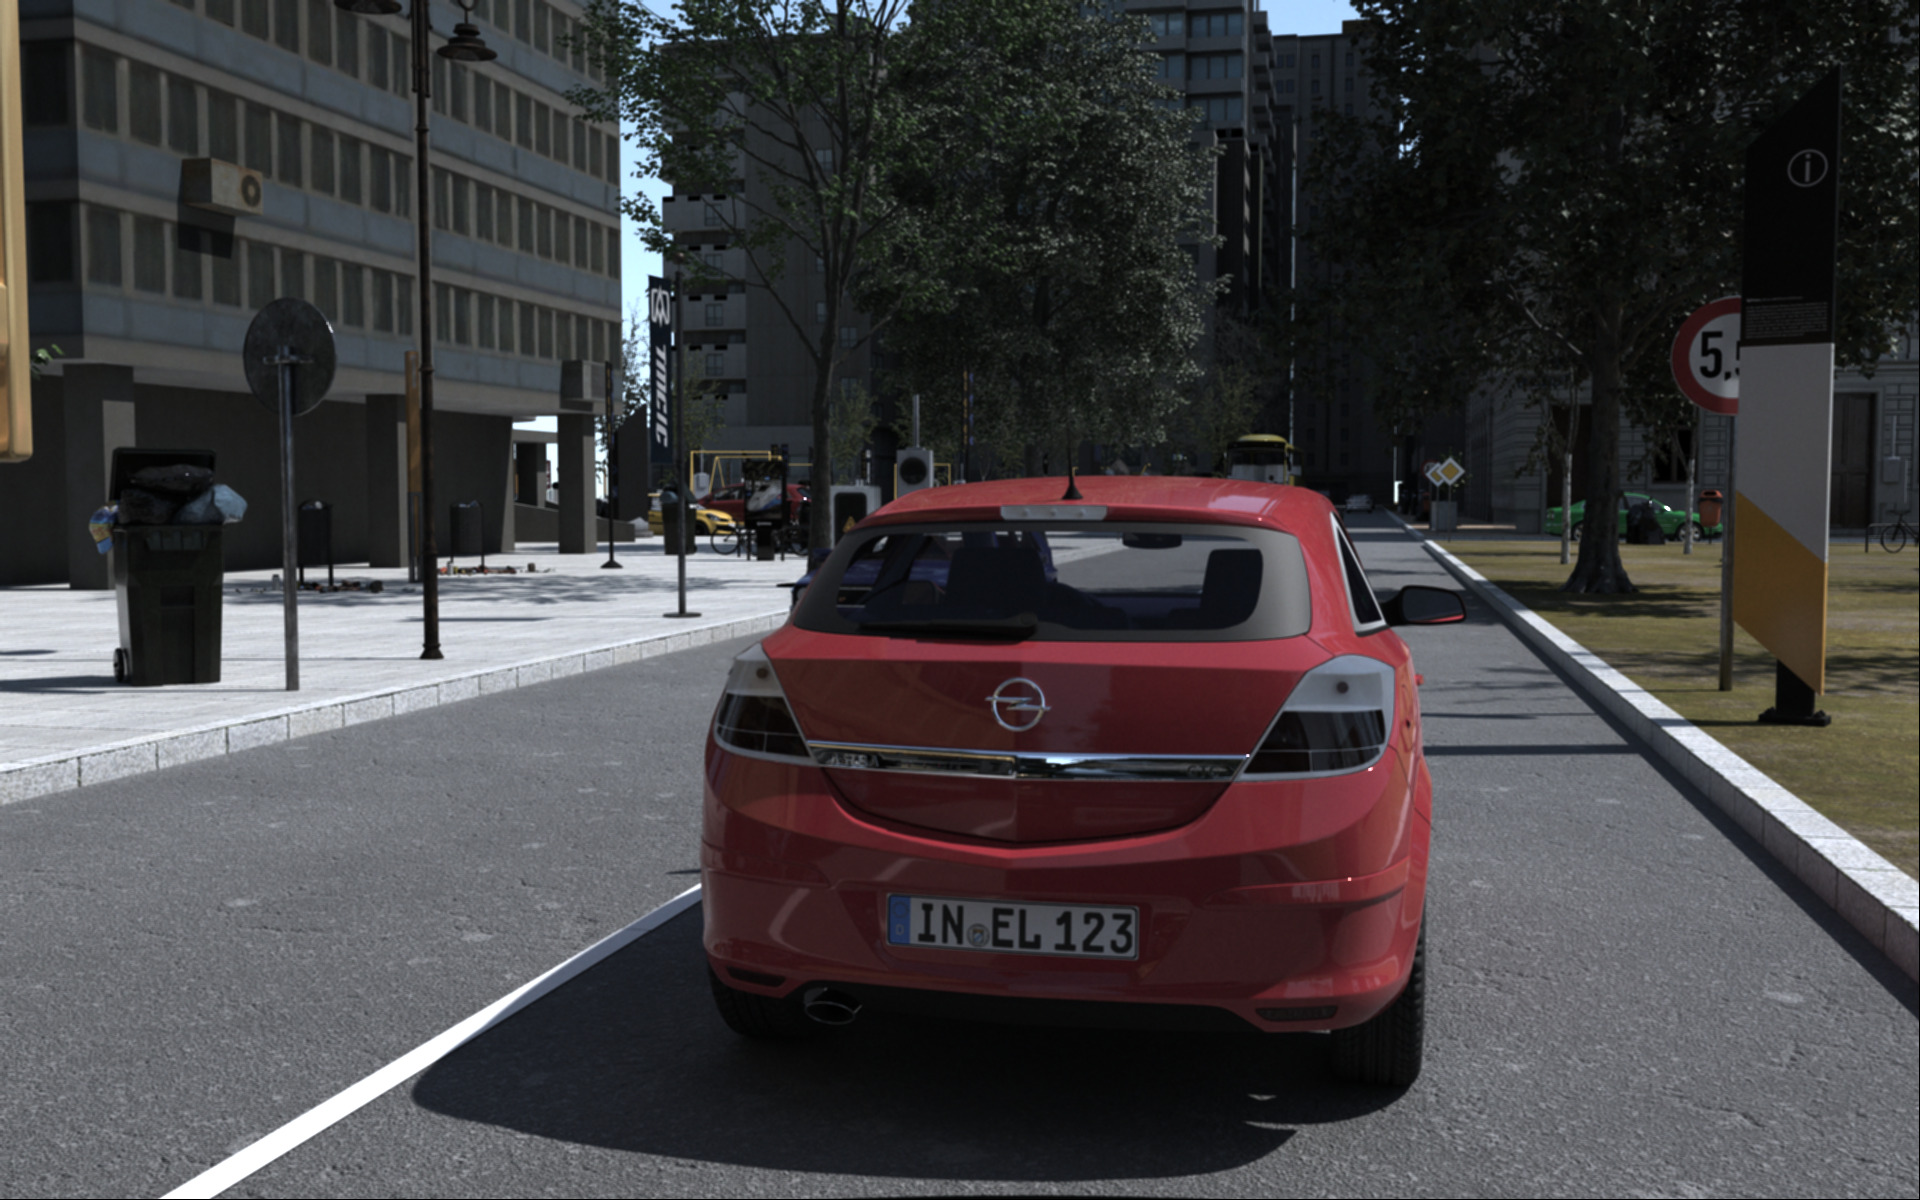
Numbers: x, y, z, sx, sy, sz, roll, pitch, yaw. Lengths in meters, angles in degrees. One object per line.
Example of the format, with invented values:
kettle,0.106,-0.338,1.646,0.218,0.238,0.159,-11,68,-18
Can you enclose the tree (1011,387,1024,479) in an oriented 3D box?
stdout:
tree,3.188,-9.777,110.208,4.737,8.622,4.395,0,3,0

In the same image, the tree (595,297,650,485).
tree,-12.820,-6.966,64.256,4.360,8.622,3.978,0,3,0

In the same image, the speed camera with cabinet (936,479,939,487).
speed camera with cabinet,-2.359,-6.900,107.152,2.038,3.252,0.660,1,4,18

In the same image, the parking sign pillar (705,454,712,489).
parking sign pillar,-16.967,-7.760,115.350,1.447,3.967,1.447,1,4,19

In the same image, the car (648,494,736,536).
car,-9.013,-2.702,54.400,3.980,1.641,2.015,1,4,15

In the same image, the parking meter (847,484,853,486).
parking meter,-6.255,-5.657,98.200,0.399,1.863,0.255,-1,4,-14

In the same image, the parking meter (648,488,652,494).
parking meter,-12.242,-3.639,67.914,0.372,1.533,0.369,0,3,0

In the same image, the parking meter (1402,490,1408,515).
parking meter,27.677,-6.067,107.609,0.372,1.533,0.369,0,3,0

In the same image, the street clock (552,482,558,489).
street clock,-24.400,-6.121,104.645,0.471,2.002,0.358,-2,4,-26

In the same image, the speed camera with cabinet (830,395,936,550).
speed camera with cabinet,-1.577,-2.452,34.433,2.038,3.252,0.660,0,4,6

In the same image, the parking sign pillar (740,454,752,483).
parking sign pillar,-14.379,-7.873,117.195,1.447,3.967,1.447,-3,5,-39

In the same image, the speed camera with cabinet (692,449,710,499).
speed camera with cabinet,-10.911,-5.072,77.260,2.038,3.252,0.660,-2,4,-26

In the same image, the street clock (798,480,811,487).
street clock,-7.908,-5.059,87.284,0.471,2.002,0.358,1,4,11

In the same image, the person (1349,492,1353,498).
person,43.467,-11.160,192.430,0.415,1.643,0.593,-3,4,-37

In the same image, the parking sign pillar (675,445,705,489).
parking sign pillar,-14.536,-6.358,92.422,1.447,3.967,1.447,-1,4,-13

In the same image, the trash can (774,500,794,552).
trash can,-4.085,-1.654,38.699,0.748,1.137,0.748,0,3,0

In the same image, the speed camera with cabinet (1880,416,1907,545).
speed camera with cabinet,24.181,-3.008,43.519,2.038,3.252,0.660,2,4,30

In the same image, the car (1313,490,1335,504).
car,30.309,-8.368,145.495,2.281,1.827,5.304,1,4,13

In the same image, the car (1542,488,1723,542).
car,18.792,-2.426,48.454,4.718,1.807,1.959,1,4,13

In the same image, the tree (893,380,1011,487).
tree,-0.477,-9.102,99.175,4.737,8.622,4.395,0,3,0

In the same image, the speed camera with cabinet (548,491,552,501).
speed camera with cabinet,-20.788,-5.718,87.820,2.038,3.252,0.660,1,4,19

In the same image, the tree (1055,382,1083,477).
tree,7.245,-7.980,80.836,4.360,8.622,3.978,0,3,0

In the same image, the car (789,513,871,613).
car,-0.225,-0.171,15.378,1.945,1.354,3.894,1,4,13

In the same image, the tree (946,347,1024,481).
tree,1.120,-7.934,80.079,4.360,8.622,3.978,0,3,0

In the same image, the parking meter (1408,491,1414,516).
parking meter,27.108,-5.809,103.385,0.372,1.533,0.369,0,3,0

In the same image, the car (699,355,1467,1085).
car,0.609,0.197,5.825,2.155,1.783,4.494,1,4,13

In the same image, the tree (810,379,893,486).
tree,-7.173,-9.801,110.600,4.737,8.622,4.395,0,3,0

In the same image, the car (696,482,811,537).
car,-7.065,-2.910,56.250,5.304,1.827,2.281,1,4,12

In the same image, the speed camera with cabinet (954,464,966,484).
speed camera with cabinet,-0.550,-7.259,113.026,2.038,3.252,0.660,2,4,33

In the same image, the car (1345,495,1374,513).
car,30.206,-7.256,130.995,2.083,1.381,4.827,1,4,14

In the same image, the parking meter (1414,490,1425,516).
parking meter,25.793,-5.407,96.812,0.372,1.533,0.369,0,3,0

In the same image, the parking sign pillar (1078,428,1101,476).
parking sign pillar,5.033,-4.830,67.448,1.447,3.967,1.447,-1,4,-18

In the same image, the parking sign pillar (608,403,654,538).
parking sign pillar,-9.775,-3.823,50.986,1.447,3.967,1.447,2,4,31

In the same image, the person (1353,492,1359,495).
person,40.497,-10.218,177.034,0.593,1.643,0.415,1,4,13

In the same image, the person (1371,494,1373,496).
person,40.783,-9.812,172.163,0.421,1.427,0.697,-2,4,-31

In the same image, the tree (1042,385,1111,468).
tree,7.662,-9.544,106.404,4.737,8.622,4.395,0,3,0

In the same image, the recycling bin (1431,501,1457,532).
recycling bin,16.541,-2.852,59.180,0.722,1.027,0.722,0,4,2

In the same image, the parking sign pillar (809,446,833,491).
parking sign pillar,-7.744,-6.603,96.438,1.447,3.967,1.447,-1,4,-15

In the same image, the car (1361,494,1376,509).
car,38.370,-9.300,164.064,2.014,1.417,4.499,1,4,11

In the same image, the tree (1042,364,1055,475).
tree,5.549,-8.629,91.454,4.360,8.622,3.978,0,3,0

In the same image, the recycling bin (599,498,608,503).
recycling bin,-20.476,-5.277,98.831,0.722,1.027,0.722,3,5,44

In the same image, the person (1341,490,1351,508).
person,40.299,-10.503,180.203,1.348,1.826,0.705,-1,4,-15

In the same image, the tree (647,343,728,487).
tree,-13.667,-8.257,85.363,4.737,8.622,4.395,0,3,0
